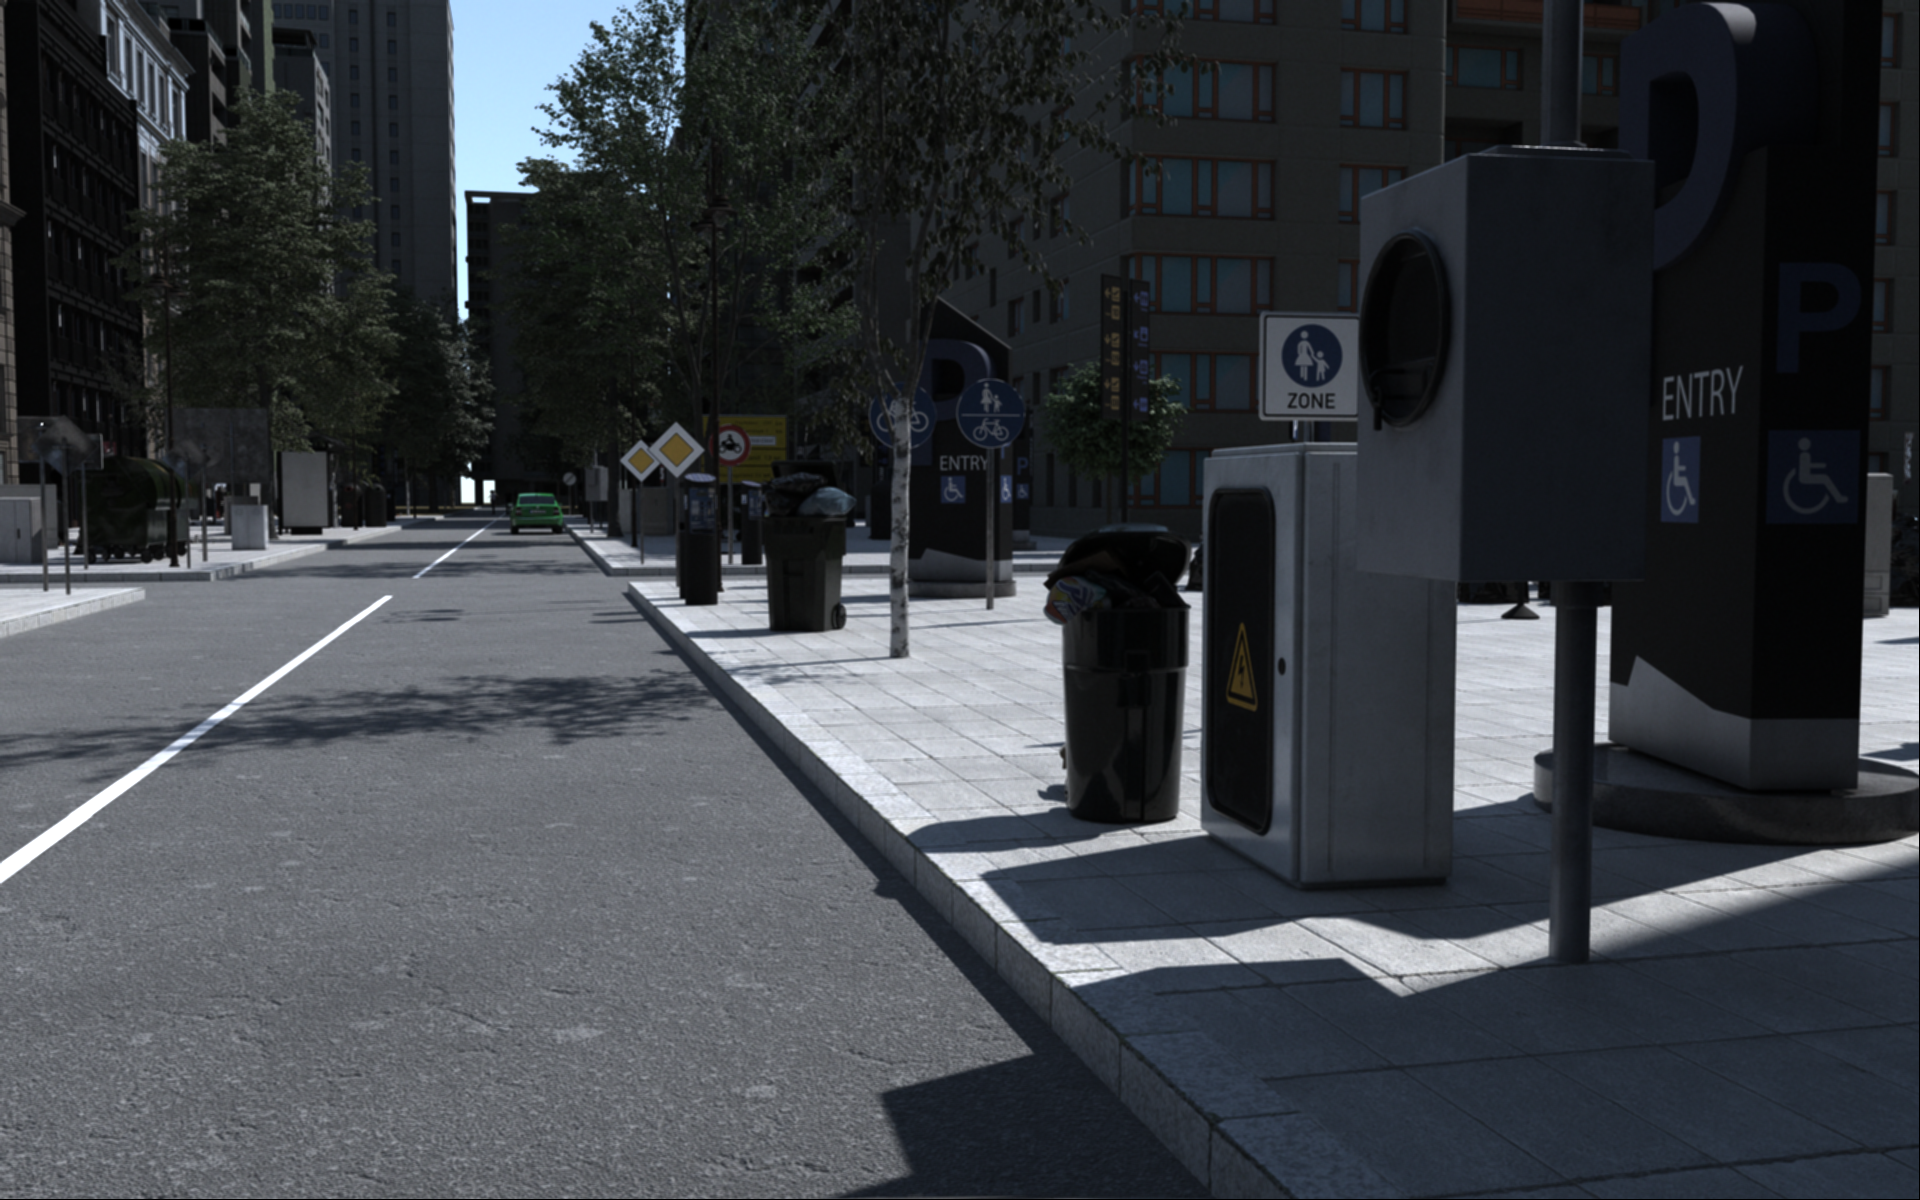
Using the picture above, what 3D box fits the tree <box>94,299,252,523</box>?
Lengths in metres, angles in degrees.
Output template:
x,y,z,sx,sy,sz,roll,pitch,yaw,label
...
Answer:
x,y,z,sx,sy,sz,roll,pitch,yaw,label
-28.082,-6.805,61.627,4.360,8.622,3.978,0,3,0,tree

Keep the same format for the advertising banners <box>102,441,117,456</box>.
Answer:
x,y,z,sx,sy,sz,roll,pitch,yaw,label
-27.768,-3.781,58.014,0.090,3.025,2.074,2,4,26,advertising banners

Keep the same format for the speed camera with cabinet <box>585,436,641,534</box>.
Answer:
x,y,z,sx,sy,sz,roll,pitch,yaw,label
-11.364,-3.825,56.876,2.038,3.252,0.660,2,4,32,speed camera with cabinet

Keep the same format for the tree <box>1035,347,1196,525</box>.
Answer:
x,y,z,sx,sy,sz,roll,pitch,yaw,label
3.287,-3.254,36.918,4.285,4.588,4.351,0,3,0,tree

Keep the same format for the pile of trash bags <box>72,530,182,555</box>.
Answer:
x,y,z,sx,sy,sz,roll,pitch,yaw,label
-18.038,-1.741,38.219,1.912,1.369,3.447,0,4,-4,pile of trash bags

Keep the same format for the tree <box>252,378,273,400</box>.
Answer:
x,y,z,sx,sy,sz,roll,pitch,yaw,label
-32.963,-7.727,76.698,4.360,8.622,3.978,0,3,0,tree

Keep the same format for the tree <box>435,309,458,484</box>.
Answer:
x,y,z,sx,sy,sz,roll,pitch,yaw,label
-28.673,-10.339,87.170,7.486,12.596,7.792,0,3,0,tree

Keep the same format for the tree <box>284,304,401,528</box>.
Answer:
x,y,z,sx,sy,sz,roll,pitch,yaw,label
-23.449,-7.014,65.036,4.737,8.622,4.395,0,3,0,tree

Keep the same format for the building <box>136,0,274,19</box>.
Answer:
x,y,z,sx,sy,sz,roll,pitch,yaw,label
-54.988,-26.588,118.307,14.154,41.232,14.086,-1,4,-14,building

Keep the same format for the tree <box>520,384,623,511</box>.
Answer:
x,y,z,sx,sy,sz,roll,pitch,yaw,label
-28.916,-13.789,132.110,9.857,13.997,8.962,0,3,0,tree

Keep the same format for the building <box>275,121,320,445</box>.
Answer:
x,y,z,sx,sy,sz,roll,pitch,yaw,label
-57.593,-22.088,132.844,14.160,30.474,14.107,-1,4,-14,building

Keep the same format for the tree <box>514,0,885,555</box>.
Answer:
x,y,z,sx,sy,sz,roll,pitch,yaw,label
-5.347,-6.764,36.352,9.928,11.665,9.643,0,3,0,tree

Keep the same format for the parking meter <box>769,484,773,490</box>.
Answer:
x,y,z,sx,sy,sz,roll,pitch,yaw,label
-4.891,-2.154,43.637,0.372,1.533,0.369,0,3,0,parking meter

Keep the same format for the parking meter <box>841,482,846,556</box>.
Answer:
x,y,z,sx,sy,sz,roll,pitch,yaw,label
-2.571,-1.701,36.216,0.372,1.533,0.369,0,3,0,parking meter

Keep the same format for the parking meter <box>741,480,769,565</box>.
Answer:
x,y,z,sx,sy,sz,roll,pitch,yaw,label
-3.781,-1.409,31.447,0.372,1.533,0.369,0,3,0,parking meter

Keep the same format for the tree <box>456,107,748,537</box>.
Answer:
x,y,z,sx,sy,sz,roll,pitch,yaw,label
-10.173,-8.127,50.996,7.486,12.596,7.792,0,3,0,tree

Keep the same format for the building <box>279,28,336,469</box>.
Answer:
x,y,z,sx,sy,sz,roll,pitch,yaw,label
-63.442,-28.773,154.040,14.086,41.232,14.154,-1,4,-14,building

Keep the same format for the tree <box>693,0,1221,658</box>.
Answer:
x,y,z,sx,sy,sz,roll,pitch,yaw,label
-0.310,-3.864,13.531,4.360,8.622,3.978,0,3,0,tree

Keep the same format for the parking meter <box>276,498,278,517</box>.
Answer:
x,y,z,sx,sy,sz,roll,pitch,yaw,label
-38.038,-5.410,96.866,0.372,1.533,0.369,0,3,0,parking meter

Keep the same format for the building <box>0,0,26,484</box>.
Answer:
x,y,z,sx,sy,sz,roll,pitch,yaw,label
-35.752,-15.298,47.388,12.463,27.353,25.104,-1,4,-14,building

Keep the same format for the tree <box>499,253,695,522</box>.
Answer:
x,y,z,sx,sy,sz,roll,pitch,yaw,label
-16.339,-9.962,79.886,9.611,12.733,9.660,0,3,0,tree

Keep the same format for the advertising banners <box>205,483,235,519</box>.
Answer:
x,y,z,sx,sy,sz,roll,pitch,yaw,label
-38.324,-5.694,89.282,2.074,3.025,0.090,1,4,12,advertising banners

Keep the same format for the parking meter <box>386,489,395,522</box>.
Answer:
x,y,z,sx,sy,sz,roll,pitch,yaw,label
-26.591,-4.432,80.867,0.372,1.533,0.369,0,3,0,parking meter

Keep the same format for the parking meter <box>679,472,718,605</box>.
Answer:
x,y,z,sx,sy,sz,roll,pitch,yaw,label
-3.003,-0.713,20.072,0.372,1.533,0.369,0,3,0,parking meter

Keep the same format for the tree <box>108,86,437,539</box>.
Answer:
x,y,z,sx,sy,sz,roll,pitch,yaw,label
-19.484,-7.968,48.407,7.486,12.596,7.792,0,3,0,tree

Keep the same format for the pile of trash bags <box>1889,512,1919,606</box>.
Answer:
x,y,z,sx,sy,sz,roll,pitch,yaw,label
12.138,-0.620,19.895,3.447,1.369,1.912,2,4,28,pile of trash bags

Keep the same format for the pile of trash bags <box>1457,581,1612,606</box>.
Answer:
x,y,z,sx,sy,sz,roll,pitch,yaw,label
7.547,-0.666,20.650,3.447,1.369,1.912,1,4,20,pile of trash bags

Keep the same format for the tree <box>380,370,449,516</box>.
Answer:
x,y,z,sx,sy,sz,roll,pitch,yaw,label
-32.595,-9.321,102.766,4.360,8.622,3.978,0,3,0,tree

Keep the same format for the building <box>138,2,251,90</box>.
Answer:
x,y,z,sx,sy,sz,roll,pitch,yaw,label
-51.214,-20.383,104.966,14.160,30.474,14.107,-1,4,-14,building

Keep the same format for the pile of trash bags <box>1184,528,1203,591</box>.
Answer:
x,y,z,sx,sy,sz,roll,pitch,yaw,label
4.352,-0.887,24.256,1.912,1.369,3.447,1,4,21,pile of trash bags

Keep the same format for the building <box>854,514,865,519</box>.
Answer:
x,y,z,sx,sy,sz,roll,pitch,yaw,label
2.574,-29.088,99.283,21.300,48.544,21.600,-1,4,-14,building

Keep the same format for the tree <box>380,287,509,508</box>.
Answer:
x,y,z,sx,sy,sz,roll,pitch,yaw,label
-48.219,-18.645,160.733,12.611,20.169,13.585,0,3,0,tree

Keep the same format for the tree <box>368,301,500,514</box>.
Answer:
x,y,z,sx,sy,sz,roll,pitch,yaw,label
-34.708,-12.677,113.928,9.857,13.997,8.962,0,3,0,tree

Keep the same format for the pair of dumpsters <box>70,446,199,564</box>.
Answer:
x,y,z,sx,sy,sz,roll,pitch,yaw,label
-16.030,-1.911,33.733,1.574,2.255,4.437,-1,4,-14,pair of dumpsters

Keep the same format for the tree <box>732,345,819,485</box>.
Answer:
x,y,z,sx,sy,sz,roll,pitch,yaw,label
-9.024,-8.225,84.845,4.737,8.622,4.395,0,3,0,tree

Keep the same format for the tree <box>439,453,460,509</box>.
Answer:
x,y,z,sx,sy,sz,roll,pitch,yaw,label
-43.042,-11.856,144.210,4.737,8.622,4.395,0,3,0,tree

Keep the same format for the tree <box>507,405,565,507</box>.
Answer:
x,y,z,sx,sy,sz,roll,pitch,yaw,label
-40.963,-16.250,176.057,12.009,13.543,11.850,0,3,0,tree

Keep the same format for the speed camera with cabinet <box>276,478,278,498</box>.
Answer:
x,y,z,sx,sy,sz,roll,pitch,yaw,label
-35.462,-6.009,92.585,2.038,3.252,0.660,-3,5,-44,speed camera with cabinet

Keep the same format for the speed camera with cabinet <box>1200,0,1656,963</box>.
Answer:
x,y,z,sx,sy,sz,roll,pitch,yaw,label
1.352,-0.681,5.470,0.660,3.252,2.038,-1,4,-11,speed camera with cabinet

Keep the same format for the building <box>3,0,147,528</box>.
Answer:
x,y,z,sx,sy,sz,roll,pitch,yaw,label
-40.290,-14.544,67.464,12.332,23.373,15.834,-1,4,-14,building

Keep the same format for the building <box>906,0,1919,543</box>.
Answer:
x,y,z,sx,sy,sz,roll,pitch,yaw,label
15.127,-13.206,60.952,28.899,21.520,27.650,-1,4,-14,building

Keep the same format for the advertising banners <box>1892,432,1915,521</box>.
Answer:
x,y,z,sx,sy,sz,roll,pitch,yaw,label
26.080,-3.193,48.390,2.074,3.025,0.090,-2,4,-34,advertising banners

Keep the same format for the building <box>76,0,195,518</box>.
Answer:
x,y,z,sx,sy,sz,roll,pitch,yaw,label
-46.060,-18.258,84.424,13.634,28.700,20.117,-1,4,-14,building
